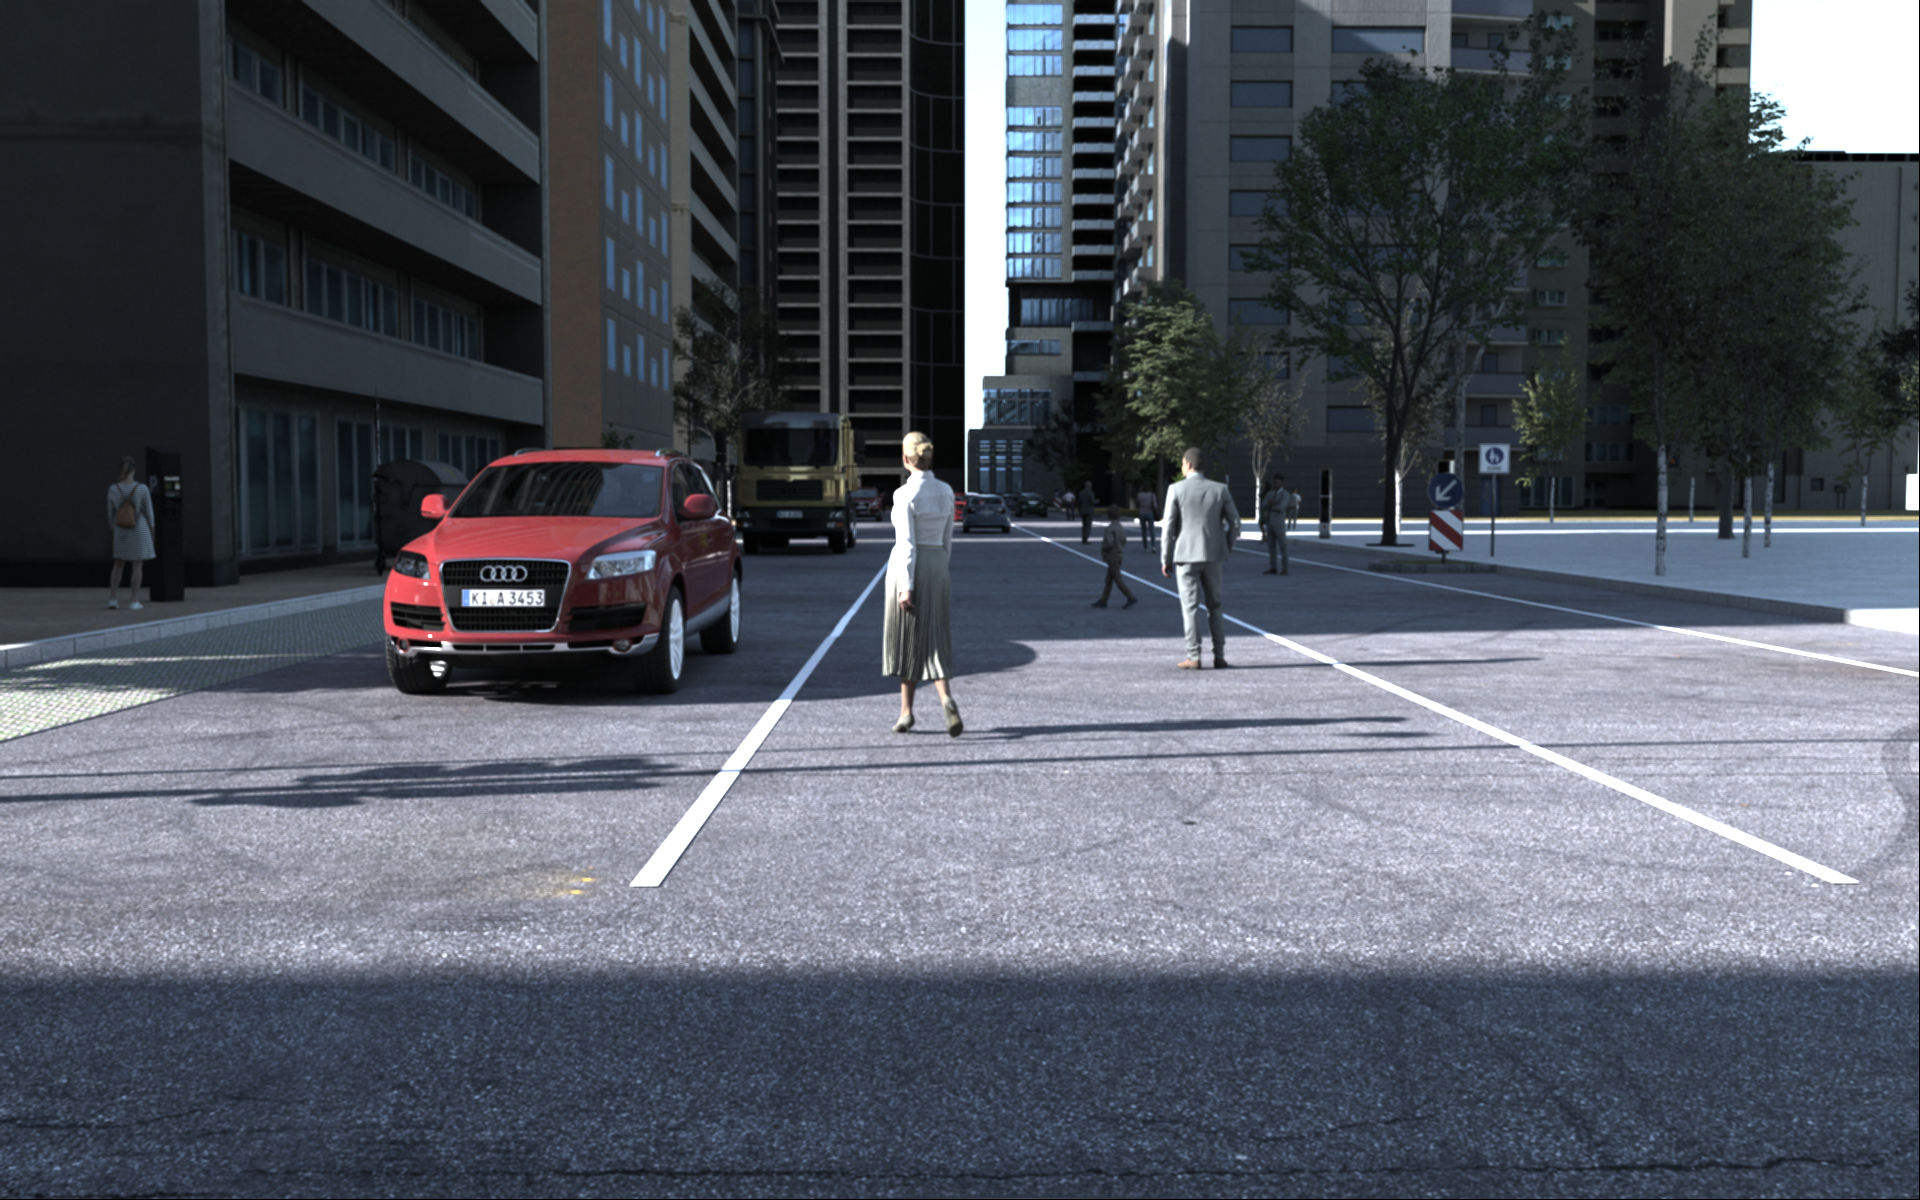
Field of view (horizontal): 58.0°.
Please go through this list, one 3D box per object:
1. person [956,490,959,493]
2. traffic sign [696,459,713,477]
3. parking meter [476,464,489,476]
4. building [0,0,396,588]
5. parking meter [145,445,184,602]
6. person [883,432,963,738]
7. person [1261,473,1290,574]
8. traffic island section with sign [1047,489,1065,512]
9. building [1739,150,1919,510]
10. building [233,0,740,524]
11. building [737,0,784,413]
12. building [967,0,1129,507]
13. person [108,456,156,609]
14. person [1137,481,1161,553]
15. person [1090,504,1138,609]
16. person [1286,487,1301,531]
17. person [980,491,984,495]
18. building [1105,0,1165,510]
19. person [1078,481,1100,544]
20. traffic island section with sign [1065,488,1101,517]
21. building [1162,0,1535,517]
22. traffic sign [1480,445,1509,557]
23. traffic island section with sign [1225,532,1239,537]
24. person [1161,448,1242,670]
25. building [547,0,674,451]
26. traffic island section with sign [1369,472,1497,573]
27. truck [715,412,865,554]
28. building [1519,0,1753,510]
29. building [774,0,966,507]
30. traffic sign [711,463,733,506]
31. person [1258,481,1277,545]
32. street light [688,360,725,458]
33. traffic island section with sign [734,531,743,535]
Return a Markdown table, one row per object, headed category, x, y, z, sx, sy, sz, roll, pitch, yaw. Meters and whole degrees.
| category | x | y | z | sx | sy | sz | roll | pitch | yaw |
| --- | --- | --- | --- | --- | --- | --- | --- | --- | --- |
| person | -0.212 | -7.774 | 136.267 | 0.551 | 1.740 | 0.621 | -1 | 4 | -22 |
| traffic sign | -9.387 | -3.857 | 63.173 | 0.768 | 2.556 | 0.104 | 0 | 4 | 1 |
| parking meter | -9.226 | -1.720 | 33.830 | 0.399 | 1.863 | 0.255 | 2 | 4 | 30 |
| building | -20.997 | -25.010 | 32.621 | 21.300 | 48.544 | 21.600 | 0 | 4 | -1 |
| parking meter | -9.479 | -0.914 | 20.658 | 0.399 | 1.863 | 0.255 | 3 | 4 | 36 |
| person | -0.194 | -0.092 | 10.227 | 0.478 | 1.798 | 0.641 | -2 | 4 | -29 |
| person | 5.624 | -1.362 | 30.955 | 0.511 | 1.800 | 0.466 | 3 | 4 | 37 |
| traffic island section with sign | 7.534 | -7.816 | 136.420 | 1.989 | 1.847 | 2.006 | 0 | 4 | -1 |
| building | 72.365 | -23.095 | 149.306 | 14.107 | 30.474 | 14.160 | 0 | 4 | -1 |
| building | -23.812 | -28.703 | 92.990 | 21.300 | 48.544 | 21.600 | 0 | 4 | -1 |
| building | -28.035 | -29.967 | 144.589 | 28.867 | 44.769 | 22.147 | 0 | 4 | -1 |
| building | 16.238 | -52.959 | 178.549 | 31.000 | 86.520 | 22.319 | 0 | 4 | -1 |
| person | -9.248 | -0.748 | 19.284 | 0.512 | 1.701 | 0.522 | -1 | 4 | -19 |
| person | 4.614 | -2.034 | 42.347 | 0.593 | 1.750 | 0.643 | 1 | 4 | 10 |
| person | 1.921 | -0.541 | 21.622 | 0.640 | 1.303 | 0.475 | 1 | 4 | 19 |
| person | 11.530 | -3.145 | 60.066 | 0.503 | 1.515 | 0.523 | -2 | 4 | -28 |
| person | 1.891 | -8.641 | 150.603 | 1.217 | 1.723 | 0.721 | 1 | 4 | 20 |
| building | 24.529 | -31.825 | 139.948 | 23.786 | 49.044 | 30.456 | 0 | 4 | -1 |
| person | 3.698 | -2.504 | 49.613 | 0.590 | 1.801 | 0.661 | -3 | 5 | -45 |
| traffic island section with sign | 7.845 | -6.168 | 109.466 | 1.989 | 1.847 | 2.006 | 0 | 4 | -1 |
| building | 23.608 | -34.742 | 110.027 | 21.231 | 58.520 | 28.212 | 0 | 4 | -1 |
| traffic sign | 10.912 | -2.037 | 35.436 | 0.606 | 2.300 | 0.079 | 0 | 4 | 7 |
| traffic island section with sign | 8.419 | -3.105 | 59.397 | 1.989 | 1.847 | 2.006 | 0 | 4 | -1 |
| person | 1.964 | -0.343 | 14.202 | 0.635 | 1.810 | 0.391 | -1 | 4 | -18 |
| building | -17.890 | -24.985 | 58.608 | 14.600 | 45.320 | 14.200 | 0 | 4 | -1 |
| traffic island section with sign | 8.732 | -1.449 | 32.316 | 1.989 | 1.847 | 2.006 | 0 | 4 | -1 |
| truck | -4.022 | -2.928 | 43.789 | 3.469 | 3.379 | 9.791 | 0 | 4 | -1 |
| building | 53.342 | -31.870 | 144.781 | 21.600 | 48.544 | 21.300 | 0 | 4 | -1 |
| building | -9.682 | -45.270 | 178.412 | 20.611 | 71.187 | 20.563 | 0 | 4 | -1 |
| traffic sign | -9.346 | -4.155 | 67.933 | 0.884 | 2.594 | 0.081 | 0 | 4 | 7 |
| person | 8.718 | -2.465 | 49.057 | 0.529 | 1.795 | 0.600 | 0 | 4 | 1 |
| street light | -8.857 | -5.358 | 60.141 | 1.470 | 5.913 | 1.316 | 0 | 4 | -1 |
| traffic island section with sign | -7.122 | -3.190 | 60.785 | 1.989 | 1.847 | 2.006 | 0 | 4 | -1 |
